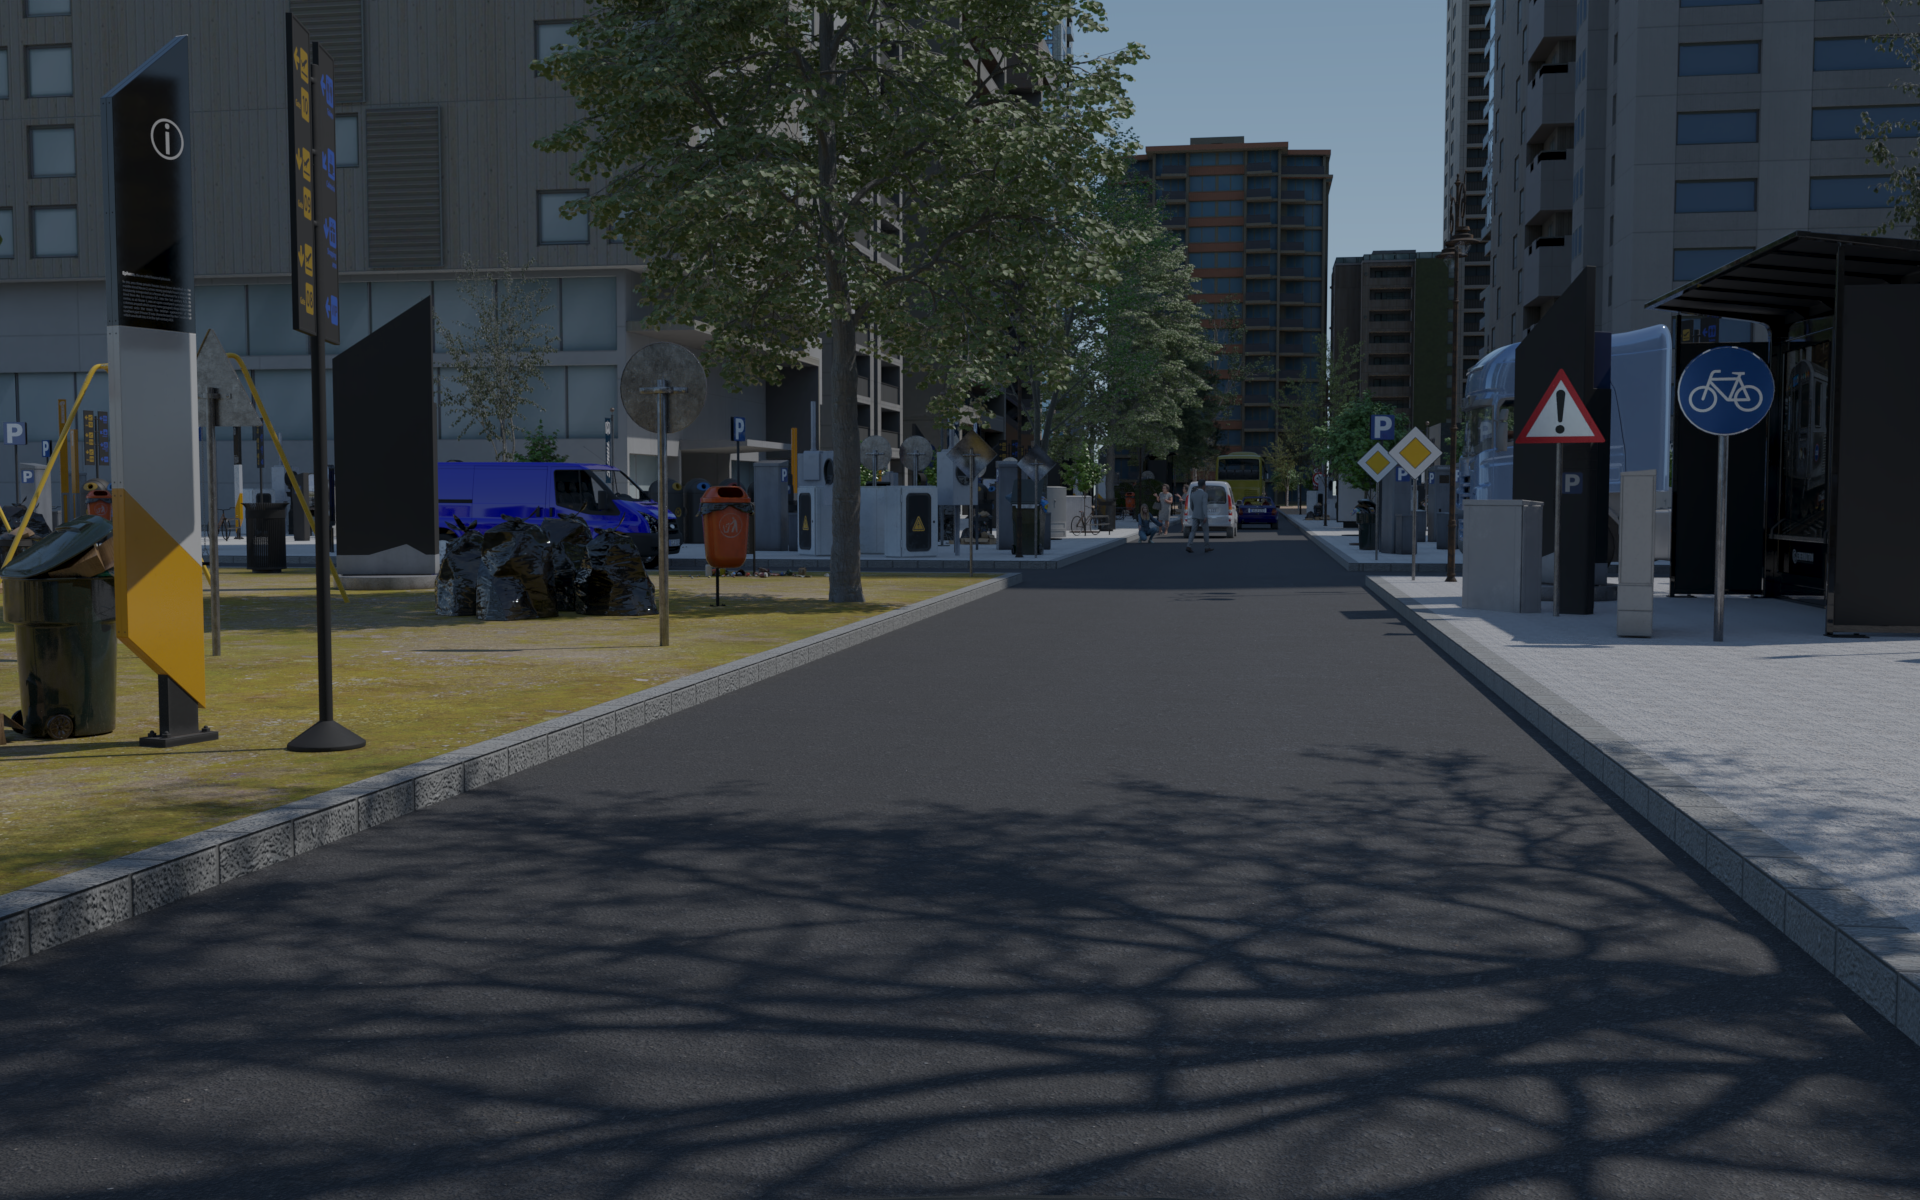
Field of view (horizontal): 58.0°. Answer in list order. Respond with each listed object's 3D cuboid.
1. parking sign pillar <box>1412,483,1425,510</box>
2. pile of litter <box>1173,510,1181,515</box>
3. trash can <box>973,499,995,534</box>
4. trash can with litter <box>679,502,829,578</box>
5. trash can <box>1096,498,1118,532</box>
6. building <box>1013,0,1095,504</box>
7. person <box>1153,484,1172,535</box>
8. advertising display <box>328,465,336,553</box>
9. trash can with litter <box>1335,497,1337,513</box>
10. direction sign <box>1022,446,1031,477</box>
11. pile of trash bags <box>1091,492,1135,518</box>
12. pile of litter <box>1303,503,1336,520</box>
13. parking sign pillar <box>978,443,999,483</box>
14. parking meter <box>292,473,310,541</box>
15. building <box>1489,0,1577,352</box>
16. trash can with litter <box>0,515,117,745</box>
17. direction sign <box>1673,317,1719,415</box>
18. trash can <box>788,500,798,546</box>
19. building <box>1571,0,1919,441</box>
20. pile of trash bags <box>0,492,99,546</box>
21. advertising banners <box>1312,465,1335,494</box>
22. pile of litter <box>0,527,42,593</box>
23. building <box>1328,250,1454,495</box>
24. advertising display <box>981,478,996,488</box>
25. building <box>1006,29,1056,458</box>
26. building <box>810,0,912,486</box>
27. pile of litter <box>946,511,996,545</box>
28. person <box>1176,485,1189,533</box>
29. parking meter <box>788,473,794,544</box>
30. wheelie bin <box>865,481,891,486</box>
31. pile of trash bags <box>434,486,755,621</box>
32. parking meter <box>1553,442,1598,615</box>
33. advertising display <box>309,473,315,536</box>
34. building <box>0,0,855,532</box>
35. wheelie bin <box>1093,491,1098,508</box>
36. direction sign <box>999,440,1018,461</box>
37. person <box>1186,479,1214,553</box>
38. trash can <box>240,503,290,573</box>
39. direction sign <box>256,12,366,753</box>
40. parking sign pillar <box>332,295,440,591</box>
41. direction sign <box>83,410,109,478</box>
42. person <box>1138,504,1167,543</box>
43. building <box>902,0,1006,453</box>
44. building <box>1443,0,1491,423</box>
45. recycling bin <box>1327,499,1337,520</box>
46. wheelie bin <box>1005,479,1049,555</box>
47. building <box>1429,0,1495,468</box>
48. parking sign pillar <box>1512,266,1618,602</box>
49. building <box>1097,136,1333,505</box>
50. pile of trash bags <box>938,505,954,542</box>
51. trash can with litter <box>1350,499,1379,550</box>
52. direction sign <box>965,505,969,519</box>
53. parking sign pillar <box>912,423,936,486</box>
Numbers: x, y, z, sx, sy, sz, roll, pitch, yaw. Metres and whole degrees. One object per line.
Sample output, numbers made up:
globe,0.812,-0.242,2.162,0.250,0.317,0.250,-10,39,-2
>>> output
parking sign pillar,19.741,-5.330,75.612,1.447,3.967,1.447,-1,4,-20
pile of litter,13.304,-5.790,108.637,1.176,0.858,1.719,1,4,20
trash can,0.577,-2.162,46.994,0.748,1.137,0.748,0,3,0
trash can with litter,-3.099,-0.969,26.894,2.233,1.210,1.678,1,4,13
trash can,5.042,-2.927,59.502,0.748,1.137,0.748,0,3,0
building,1.297,-55.407,218.574,31.000,86.520,22.319,1,4,10
person,6.992,-3.136,60.127,0.716,1.782,0.532,2,4,31
advertising display,-13.990,-2.023,38.295,0.123,1.923,0.974,-2,4,-33
trash can with litter,18.385,-4.344,82.413,1.055,1.170,0.624,2,4,33
direction sign,3.070,-5.438,80.906,0.876,3.537,0.379,0,4,3
pile of trash bags,7.752,-5.023,91.877,3.447,1.369,1.912,2,4,28
pile of litter,17.648,-4.337,84.872,1.719,0.858,1.176,1,4,10
parking sign pillar,1.510,-6.151,89.047,1.447,3.967,1.447,-3,5,-41
parking meter,-18.007,-2.545,47.318,0.399,1.863,0.255,1,4,19
building,51.816,-32.325,117.755,28.713,52.752,27.495,1,4,10
trash can with litter,-4.860,0.146,9.002,0.624,1.170,1.055,3,4,36
direction sign,9.506,-1.862,22.442,0.379,3.537,0.876,-1,4,-12
trash can,-3.767,-1.801,41.102,0.748,1.137,0.748,0,3,0
building,42.803,-33.428,88.551,21.231,58.520,28.212,1,4,10
pile of trash bags,-21.226,-1.827,39.631,3.447,1.369,1.912,-3,4,-37
advertising banners,21.740,-6.485,102.225,2.074,3.025,0.090,1,4,21
pile of litter,-12.442,-0.533,22.678,1.719,0.858,1.176,1,4,11
building,51.711,-26.685,207.998,14.107,30.474,14.160,1,4,10
advertising display,1.307,-3.949,69.775,0.974,1.923,0.123,-2,4,-25
building,1.321,-31.546,165.883,14.200,45.320,14.600,1,4,10
building,-16.371,-44.442,164.885,20.611,71.187,20.563,1,4,10
pile of litter,0.473,-1.851,44.226,1.719,0.858,1.176,3,4,37
person,8.214,-3.366,63.894,0.532,1.782,0.716,-1,4,-16
parking meter,-4.365,-2.290,43.154,0.399,1.863,0.255,-3,4,-37
wheelie bin,-2.022,-2.180,43.545,0.980,1.594,0.693,-1,4,-19
pile of trash bags,-3.880,-0.558,18.870,3.447,1.369,1.912,-2,4,-29
parking meter,6.568,-0.783,18.521,0.399,1.863,0.255,3,5,40
advertising display,-19.423,-2.917,52.899,0.974,1.923,0.123,0,4,1
building,-19.791,-29.368,69.401,28.713,52.752,27.495,1,4,10
wheelie bin,7.286,-4.995,89.583,0.693,1.594,0.980,-1,4,-10
direction sign,2.051,-4.920,72.442,0.876,3.537,0.379,0,4,2
person,5.865,-2.059,42.432,0.850,1.792,0.678,-3,5,-41
trash can,-11.305,-1.013,28.215,0.748,1.137,0.748,0,3,0
direction sign,-3.209,-1.020,8.669,0.379,3.537,0.876,0,4,-8
parking sign pillar,-7.822,-2.149,23.612,1.447,3.967,1.447,-1,4,-9
direction sign,-23.514,-3.377,47.212,0.379,3.537,0.876,1,4,15
person,5.555,-2.239,50.607,1.012,1.151,0.738,-1,4,-15
building,-8.751,-30.563,123.408,21.300,48.544,21.600,1,4,10
building,69.405,-47.033,207.246,20.611,71.187,20.563,1,4,10
recycling bin,18.772,-4.551,86.959,0.722,1.027,0.722,2,4,28
wheelie bin,1.433,-1.758,36.644,0.980,1.594,0.693,1,4,16
building,53.594,-51.059,147.488,22.319,86.520,31.000,1,4,10
parking sign pillar,7.360,-2.003,21.217,1.447,3.967,1.447,-1,4,-20
building,31.117,-34.290,215.272,28.867,44.769,22.147,1,4,10
pile of trash bags,-1.007,-2.330,47.841,1.912,1.369,3.447,0,4,-8
trash can with litter,9.541,-1.738,39.811,1.055,1.170,0.624,-2,4,-33
direction sign,0.441,-6.041,90.763,0.379,3.537,0.876,-1,4,-12
parking sign pillar,-1.351,-4.786,66.716,1.447,3.967,1.447,2,4,28
